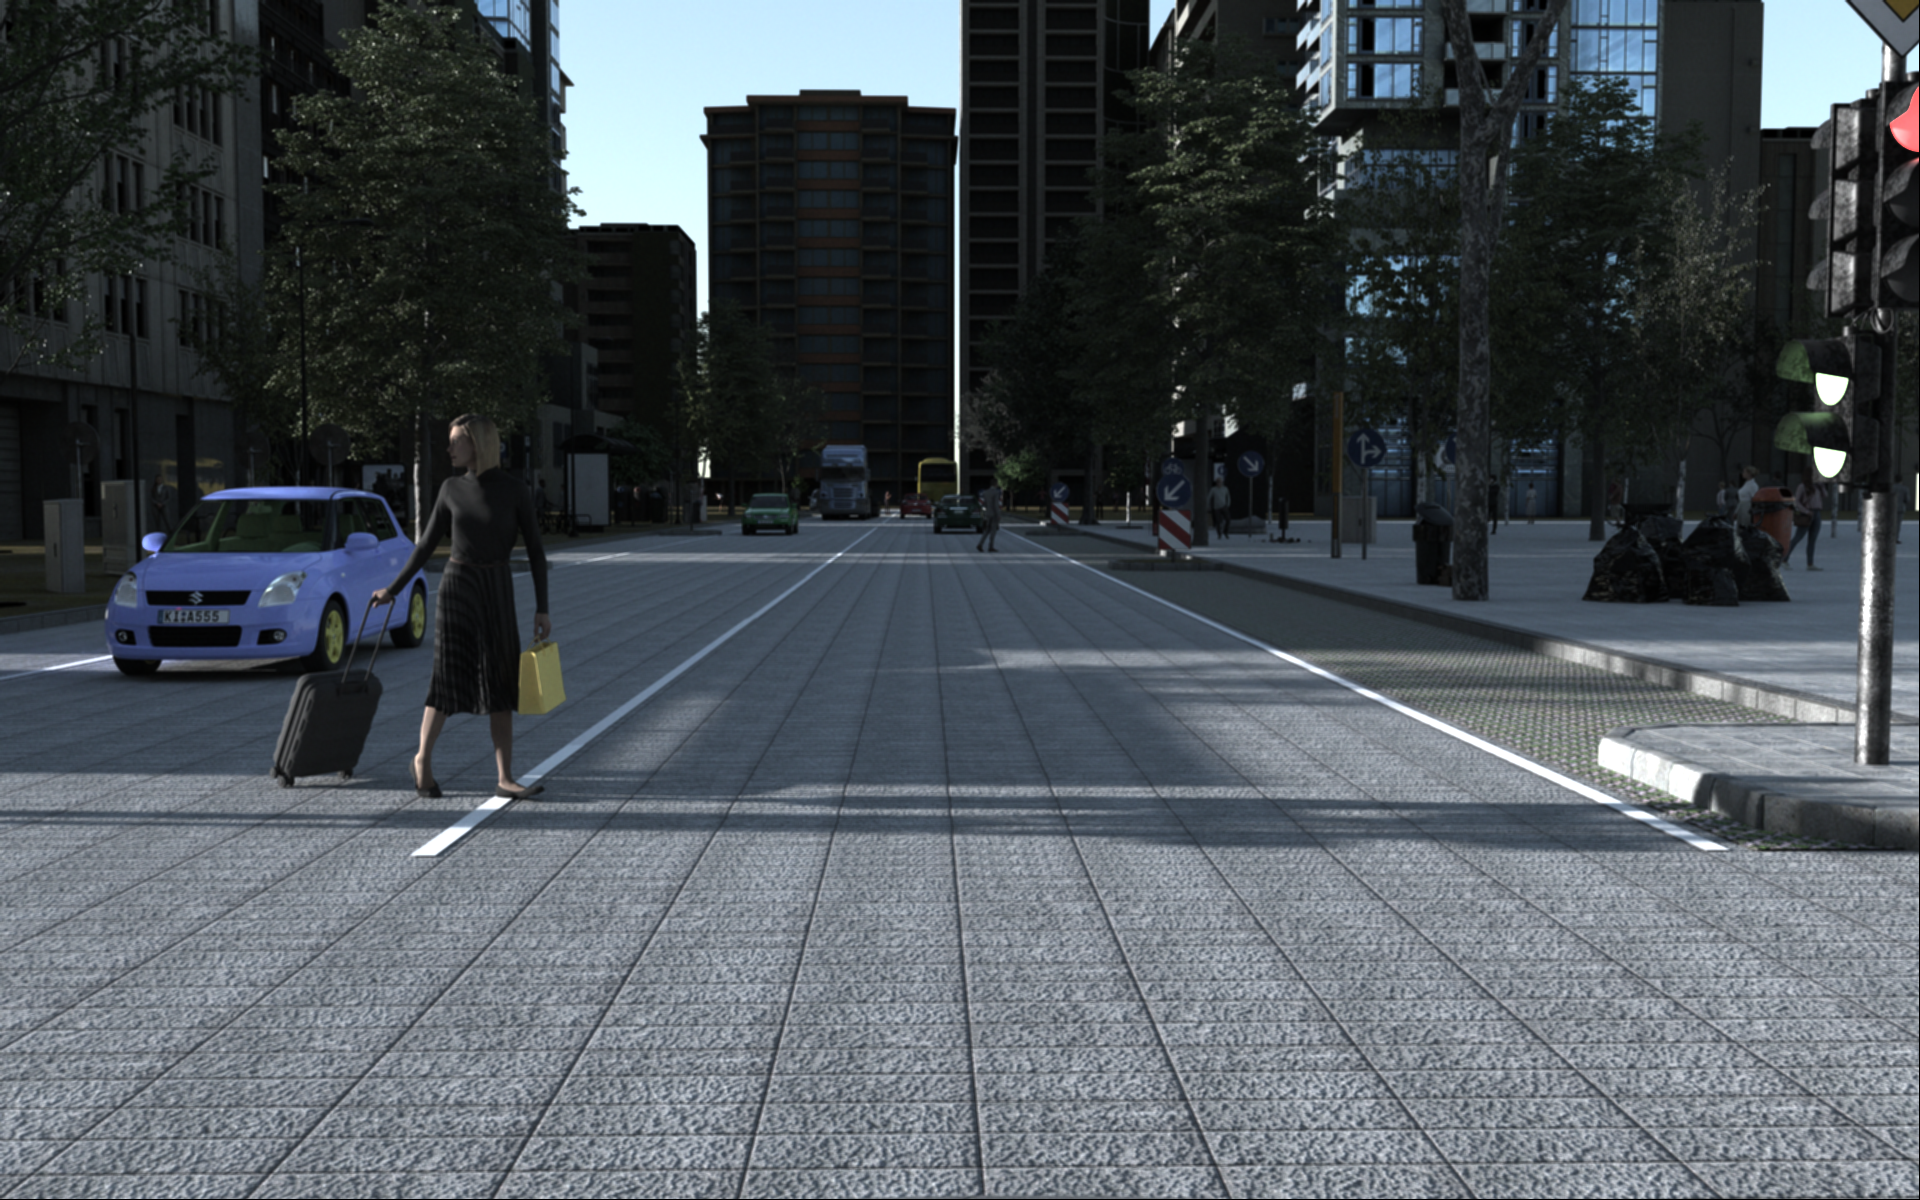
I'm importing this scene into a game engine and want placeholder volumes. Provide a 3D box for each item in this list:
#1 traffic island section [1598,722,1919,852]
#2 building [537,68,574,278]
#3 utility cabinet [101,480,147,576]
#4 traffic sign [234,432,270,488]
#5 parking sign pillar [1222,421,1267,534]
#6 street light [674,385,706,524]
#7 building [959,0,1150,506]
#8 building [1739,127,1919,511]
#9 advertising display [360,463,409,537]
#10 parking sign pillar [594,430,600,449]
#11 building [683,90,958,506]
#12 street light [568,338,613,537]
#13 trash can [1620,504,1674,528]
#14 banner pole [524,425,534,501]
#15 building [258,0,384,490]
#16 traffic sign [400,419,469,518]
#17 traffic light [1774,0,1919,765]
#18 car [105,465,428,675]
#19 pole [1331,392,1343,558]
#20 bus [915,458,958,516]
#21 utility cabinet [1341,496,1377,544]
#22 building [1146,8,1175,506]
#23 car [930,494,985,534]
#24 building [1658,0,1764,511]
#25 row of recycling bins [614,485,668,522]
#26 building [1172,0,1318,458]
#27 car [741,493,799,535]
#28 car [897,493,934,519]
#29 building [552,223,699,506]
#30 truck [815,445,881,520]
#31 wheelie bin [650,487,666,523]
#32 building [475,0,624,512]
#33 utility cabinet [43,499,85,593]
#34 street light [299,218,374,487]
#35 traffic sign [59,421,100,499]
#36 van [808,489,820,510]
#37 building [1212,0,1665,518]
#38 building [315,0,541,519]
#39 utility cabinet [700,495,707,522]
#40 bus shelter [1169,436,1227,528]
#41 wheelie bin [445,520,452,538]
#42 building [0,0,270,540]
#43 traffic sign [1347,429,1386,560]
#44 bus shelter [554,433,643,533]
[{"bbox_3d":[4.371,0.857,8.263,2.009,0.180,2.903,0,4,-1],"label":"traffic island section"},{"bbox_3d":[-57.111,-36.910,192.713,27.495,52.752,28.713,0,4,-1],"label":"building"},{"bbox_3d":[-13.035,-1.119,26.979,0.318,1.500,1.173,-3,5,-43],"label":"utility cabinet"},{"bbox_3d":[-14.514,-2.166,35.513,0.768,2.556,0.104,0,4,3],"label":"traffic sign"},{"bbox_3d":[9.192,-4.120,55.833,1.447,3.967,1.447,0,4,-8],"label":"parking sign pillar"},{"bbox_3d":[-11.484,-6.185,73.666,1.470,5.913,1.316,0,4,-1],"label":"street light"},{"bbox_3d":[10.308,-46.006,190.452,20.611,71.187,20.563,0,4,-1],"label":"building"},{"bbox_3d":[68.044,-22.533,140.119,14.107,30.474,14.160,0,4,-1],"label":"building"},{"bbox_3d":[-11.783,-1.853,35.505,0.974,1.923,0.123,0,4,6],"label":"advertising display"},{"bbox_3d":[-15.637,-5.136,72.448,1.447,3.967,1.447,2,4,35],"label":"parking sign pillar"},{"bbox_3d":[-14.744,-32.784,190.639,28.867,44.769,22.147,0,4,-1],"label":"building"},{"bbox_3d":[-10.982,-4.831,51.522,1.470,5.913,1.316,0,4,-1],"label":"street light"},{"bbox_3d":[10.167,-0.858,25.680,0.748,1.137,0.748,0,3,0],"label":"trash can"},{"bbox_3d":[-15.596,-4.452,62.805,0.401,3.779,0.863,1,4,11],"label":"banner pole"},{"bbox_3d":[-32.432,-14.757,70.961,12.332,23.373,15.834,0,4,-1],"label":"building"},{"bbox_3d":[-14.110,-3.260,47.168,2.265,3.308,0.079,0,4,2],"label":"traffic sign"},{"bbox_3d":[4.330,-1.176,8.148,0.839,4.253,0.868,0,4,-1],"label":"traffic light"},{"bbox_3d":[-5.850,-0.323,14.876,1.945,1.707,3.694,0,4,-2],"label":"car"},{"bbox_3d":[7.550,-2.496,34.657,0.158,3.312,0.155,0,3,0],"label":"pole"},{"bbox_3d":[-1.578,-7.696,117.370,2.896,3.916,12.252,0,4,-2],"label":"bus"},{"bbox_3d":[10.374,-2.088,45.294,0.306,1.237,1.020,-3,5,-45],"label":"utility cabinet"},{"bbox_3d":[34.494,-37.040,194.850,27.495,52.752,28.713,0,4,-1],"label":"building"},{"bbox_3d":[-0.043,-3.195,64.034,2.131,1.459,4.920,0,3,0],"label":"car"},{"bbox_3d":[53.959,-27.859,139.088,14.086,41.232,14.154,0,4,-1],"label":"building"},{"bbox_3d":[-15.214,-4.463,80.090,3.534,1.692,1.069,0,4,5],"label":"row of recycling bins"},{"bbox_3d":[28.744,-31.247,134.586,21.300,48.544,21.600,0,4,-1],"label":"building"},{"bbox_3d":[-6.739,-3.233,61.649,1.959,1.807,4.718,0,4,-2],"label":"car"},{"bbox_3d":[-2.566,-5.582,100.302,2.155,1.783,4.494,0,4,-3],"label":"car"},{"bbox_3d":[-36.179,-25.430,187.482,14.107,30.474,14.160,0,4,-1],"label":"building"},{"bbox_3d":[-6.294,-6.827,101.385,2.967,4.110,18.799,0,3,0],"label":"truck"},{"bbox_3d":[-13.371,-4.200,76.577,0.693,1.594,0.980,-1,4,-17],"label":"wheelie bin"},{"bbox_3d":[-43.451,-50.082,131.505,31.000,86.520,22.319,0,4,-1],"label":"building"},{"bbox_3d":[-11.824,-0.714,22.844,0.306,1.237,1.020,-3,4,-38],"label":"utility cabinet"},{"bbox_3d":[-10.568,-3.473,29.332,1.470,5.913,1.316,0,4,-1],"label":"street light"},{"bbox_3d":[-15.433,-1.849,30.343,0.768,2.556,0.104,0,4,8],"label":"traffic sign"},{"bbox_3d":[-11.267,-8.170,140.590,2.013,2.044,4.112,0,4,0],"label":"van"},{"bbox_3d":[29.572,-48.573,106.842,22.319,86.520,31.000,0,4,-1],"label":"building"},{"bbox_3d":[-34.040,-20.354,104.496,14.160,30.474,14.107,0,4,-1],"label":"building"},{"bbox_3d":[-12.039,-4.211,80.016,0.306,1.237,1.020,1,4,16],"label":"utility cabinet"},{"bbox_3d":[9.071,-4.267,63.695,2.014,3.302,5.546,0,4,-1],"label":"bus shelter"},{"bbox_3d":[-14.641,-2.614,50.644,0.980,1.594,0.693,3,5,41],"label":"wheelie bin"},{"bbox_3d":[-31.077,-14.356,52.751,12.078,24.808,19.932,0,4,-1],"label":"building"},{"bbox_3d":[7.904,-2.060,33.787,0.768,2.556,0.104,0,4,0],"label":"traffic sign"},{"bbox_3d":[-12.445,-4.043,60.033,2.014,3.302,5.546,0,4,-1],"label":"bus shelter"}]
